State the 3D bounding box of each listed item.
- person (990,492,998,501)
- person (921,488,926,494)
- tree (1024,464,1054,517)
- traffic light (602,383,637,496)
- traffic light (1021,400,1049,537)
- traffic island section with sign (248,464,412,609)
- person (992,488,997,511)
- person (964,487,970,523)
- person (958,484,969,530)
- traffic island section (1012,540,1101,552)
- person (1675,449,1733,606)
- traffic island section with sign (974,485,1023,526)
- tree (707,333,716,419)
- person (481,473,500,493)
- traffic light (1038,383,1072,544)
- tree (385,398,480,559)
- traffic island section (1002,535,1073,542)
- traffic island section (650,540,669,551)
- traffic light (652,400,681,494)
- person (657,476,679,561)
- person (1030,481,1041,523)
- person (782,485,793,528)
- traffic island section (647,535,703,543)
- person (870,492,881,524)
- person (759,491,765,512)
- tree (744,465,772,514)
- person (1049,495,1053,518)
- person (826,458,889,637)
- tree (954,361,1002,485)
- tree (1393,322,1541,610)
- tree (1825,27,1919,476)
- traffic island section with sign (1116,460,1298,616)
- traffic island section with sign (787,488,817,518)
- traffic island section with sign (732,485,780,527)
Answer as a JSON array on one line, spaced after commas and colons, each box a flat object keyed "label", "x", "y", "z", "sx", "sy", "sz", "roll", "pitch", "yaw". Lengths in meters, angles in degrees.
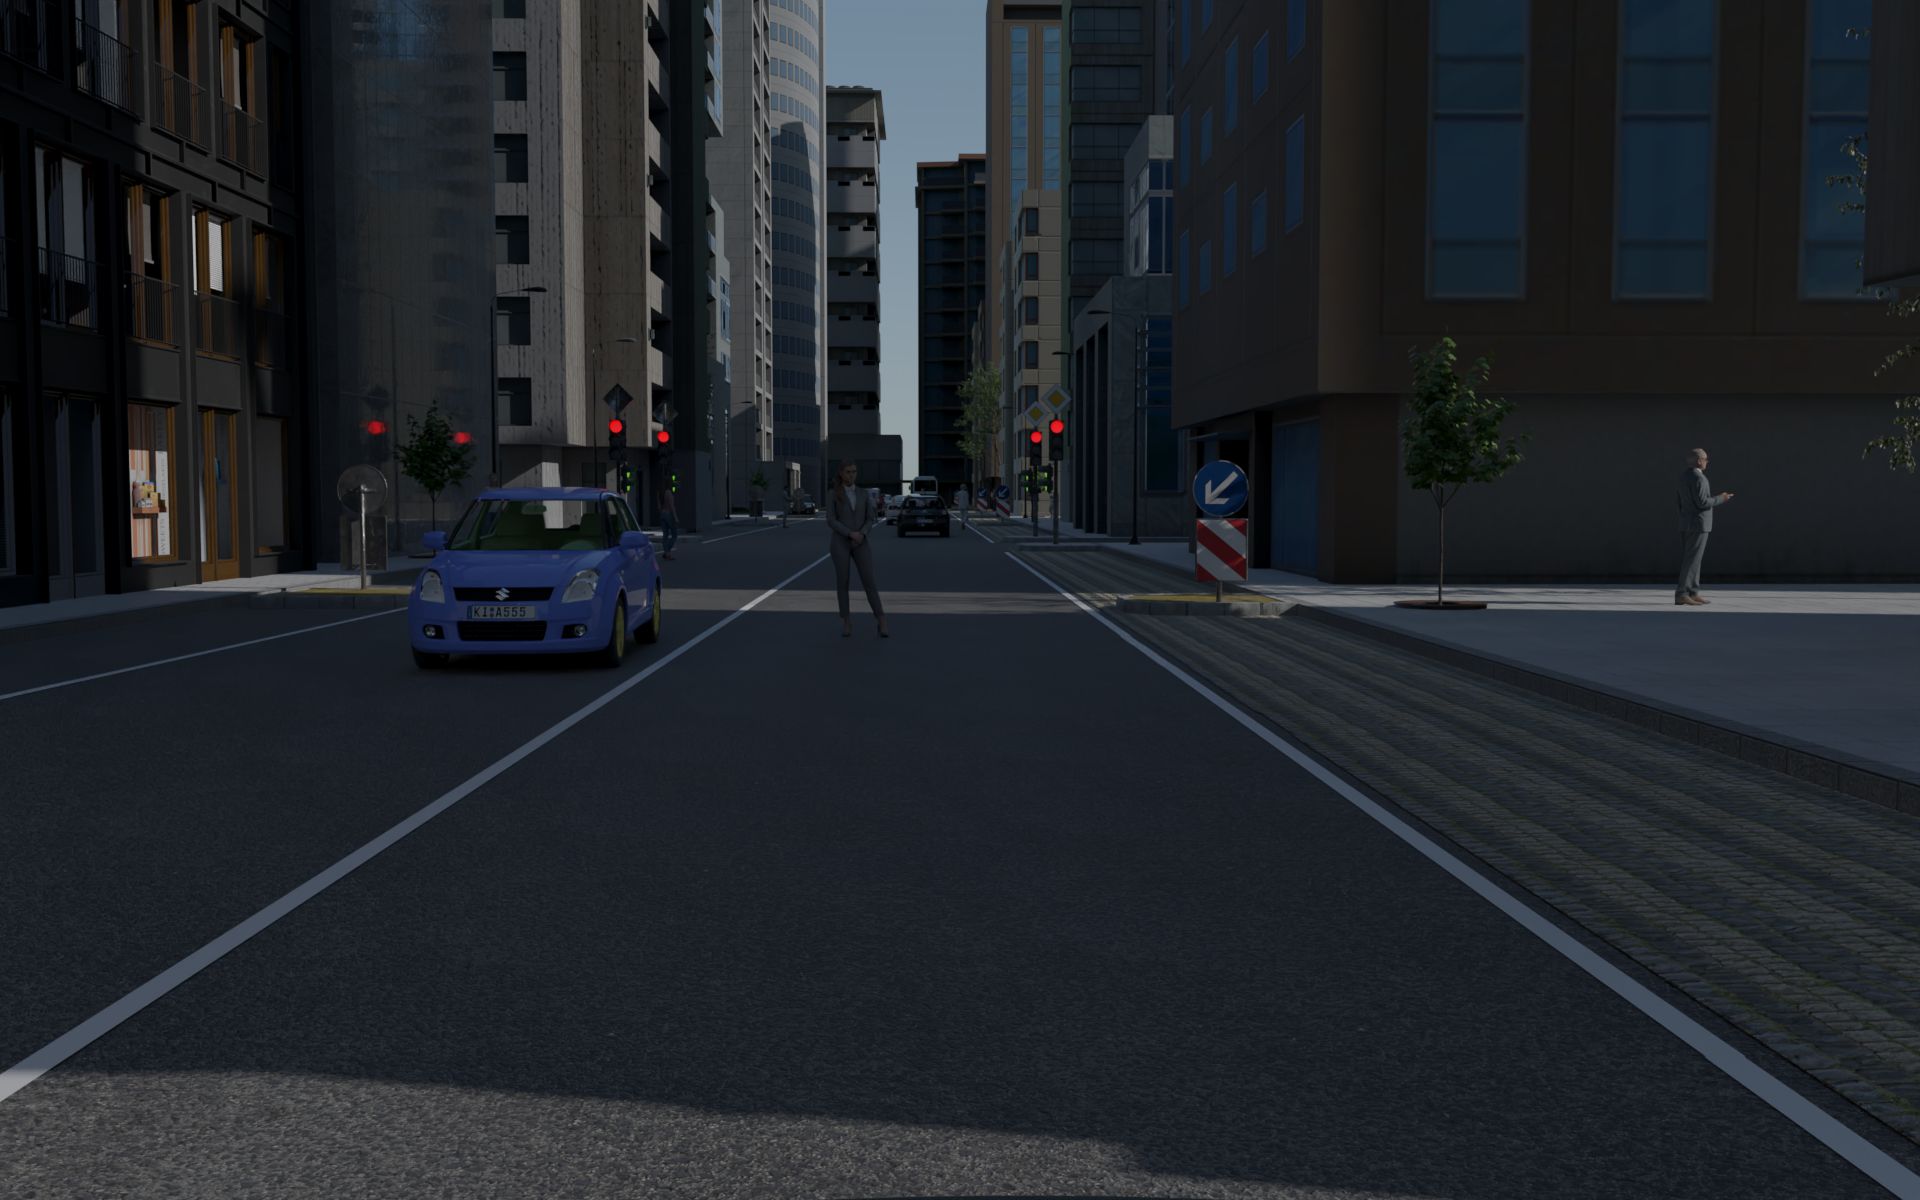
[{"label": "person", "x": 2.686, "y": -7.876, "z": 138.047, "sx": 0.697, "sy": 1.427, "sz": 0.421, "roll": 3, "pitch": 5, "yaw": 39}, {"label": "person", "x": -2.295, "y": -6.187, "z": 109.752, "sx": 0.391, "sy": 1.810, "sz": 0.635, "roll": 0, "pitch": 4, "yaw": -1}, {"label": "tree", "x": 4.107, "y": -6.192, "z": 95.836, "sx": 1.663, "sy": 3.219, "sz": 1.824, "roll": 0, "pitch": 3, "yaw": 0}, {"label": "traffic light", "x": -8.633, "y": -3.359, "z": 43.838, "sx": 0.839, "sy": 4.253, "sz": 0.868, "roll": 0, "pitch": 4, "yaw": -1}, {"label": "traffic light", "x": 2.256, "y": -3.862, "z": 52.071, "sx": 0.839, "sy": 4.253, "sz": 0.868, "roll": 0, "pitch": 4, "yaw": -1}, {"label": "traffic island section with sign", "x": -7.898, "y": -0.850, "z": 22.521, "sx": 1.989, "sy": 1.847, "sz": 2.006, "roll": 0, "pitch": 4, "yaw": -1}, {"label": "person", "x": 2.504, "y": -7.589, "z": 130.646, "sx": 0.617, "sy": 1.759, "sz": 0.750, "roll": -3, "pitch": 4, "yaw": -36}, {"label": "person", "x": 0.288, "y": -4.738, "z": 86.236, "sx": 0.793, "sy": 1.790, "sz": 0.793, "roll": -2, "pitch": 4, "yaw": -25}, {"label": "person", "x": 0.117, "y": -3.741, "z": 69.539, "sx": 0.514, "sy": 1.842, "sz": 0.818, "roll": 1, "pitch": 4, "yaw": 16}, {"label": "traffic island section", "x": 2.466, "y": -1.341, "z": 44.203, "sx": 2.009, "sy": 0.180, "sz": 2.903, "roll": 0, "pitch": 4, "yaw": -1}, {"label": "person", "x": 8.559, "y": -0.843, "z": 20.000, "sx": 0.590, "sy": 1.801, "sz": 0.661, "roll": 0, "pitch": 4, "yaw": 2}, {"label": "traffic island section with sign", "x": 1.773, "y": -4.204, "z": 77.370, "sx": 1.989, "sy": 1.847, "sz": 2.006, "roll": 0, "pitch": 4, "yaw": -1}, {"label": "tree", "x": -11.949, "y": -7.475, "z": 72.580, "sx": 4.360, "sy": 8.622, "sz": 3.978, "roll": 0, "pitch": 3, "yaw": 0}, {"label": "person", "x": -10.273, "y": -1.878, "z": 37.415, "sx": 0.598, "sy": 1.740, "sz": 0.731, "roll": 2, "pitch": 4, "yaw": 34}, {"label": "traffic light", "x": 2.425, "y": -3.374, "z": 44.088, "sx": 0.839, "sy": 4.253, "sz": 0.868, "roll": 0, "pitch": 4, "yaw": -1}, {"label": "tree", "x": -10.470, "y": -2.463, "z": 34.866, "sx": 1.663, "sy": 3.219, "sz": 1.824, "roll": 0, "pitch": 3, "yaw": 0}, {"label": "traffic island section", "x": 2.296, "y": -1.829, "z": 52.186, "sx": 2.009, "sy": 0.180, "sz": 2.903, "roll": 0, "pitch": 4, "yaw": -1}, {"label": "traffic island section", "x": -8.673, "y": -1.327, "z": 43.972, "sx": 2.009, "sy": 0.180, "sz": 2.903, "roll": 0, "pitch": 4, "yaw": -1}, {"label": "traffic light", "x": -8.803, "y": -3.847, "z": 51.821, "sx": 0.839, "sy": 4.253, "sz": 0.868, "roll": 0, "pitch": 4, "yaw": -1}, {"label": "person", "x": -6.263, "y": -1.758, "z": 37.260, "sx": 0.555, "sy": 1.821, "sz": 0.388, "roll": 2, "pitch": 4, "yaw": 33}, {"label": "person", "x": 3.427, "y": -4.457, "z": 78.277, "sx": 0.474, "sy": 1.900, "sz": 0.648, "roll": 1, "pitch": 4, "yaw": 12}, {"label": "person", "x": -7.264, "y": -3.933, "z": 72.990, "sx": 0.466, "sy": 1.800, "sz": 0.511, "roll": -1, "pitch": 4, "yaw": -16}, {"label": "traffic island section", "x": -8.843, "y": -1.815, "z": 51.955, "sx": 2.009, "sy": 0.180, "sz": 2.903, "roll": 0, "pitch": 4, "yaw": -1}, {"label": "person", "x": -4.121, "y": -4.428, "z": 83.490, "sx": 0.523, "sy": 1.515, "sz": 0.503, "roll": 1, "pitch": 4, "yaw": 22}, {"label": "person", "x": -14.297, "y": -7.257, "z": 124.672, "sx": 0.580, "sy": 1.828, "sz": 0.573, "roll": 0, "pitch": 4, "yaw": -3}, {"label": "tree", "x": -13.153, "y": -7.311, "z": 114.134, "sx": 1.663, "sy": 3.219, "sz": 1.824, "roll": 0, "pitch": 3, "yaw": 0}, {"label": "person", "x": 5.043, "y": -5.082, "z": 94.147, "sx": 0.382, "sy": 1.210, "sz": 0.505, "roll": -2, "pitch": 4, "yaw": -26}, {"label": "person", "x": -1.033, "y": -0.526, "z": 17.379, "sx": 0.520, "sy": 1.790, "sz": 0.573, "roll": -3, "pitch": 4, "yaw": -38}, {"label": "tree", "x": 3.366, "y": -12.745, "z": 134.135, "sx": 9.928, "sy": 11.665, "sz": 9.643, "roll": 0, "pitch": 3, "yaw": 0}, {"label": "tree", "x": 5.355, "y": -1.520, "z": 19.448, "sx": 1.663, "sy": 3.219, "sz": 1.824, "roll": 0, "pitch": 3, "yaw": 0}, {"label": "tree", "x": 12.463, "y": -4.311, "z": 20.855, "sx": 4.360, "sy": 8.622, "sz": 3.978, "roll": 0, "pitch": 3, "yaw": 0}, {"label": "traffic island section with sign", "x": 2.953, "y": -0.769, "z": 21.201, "sx": 1.989, "sy": 1.847, "sz": 2.006, "roll": 0, "pitch": 4, "yaw": -1}, {"label": "traffic island section with sign", "x": -9.631, "y": -5.855, "z": 104.363, "sx": 1.989, "sy": 1.847, "sz": 2.006, "roll": 0, "pitch": 4, "yaw": -1}, {"label": "traffic island section with sign", "x": -9.057, "y": -4.192, "z": 77.171, "sx": 1.989, "sy": 1.847, "sz": 2.006, "roll": 0, "pitch": 4, "yaw": -1}]
